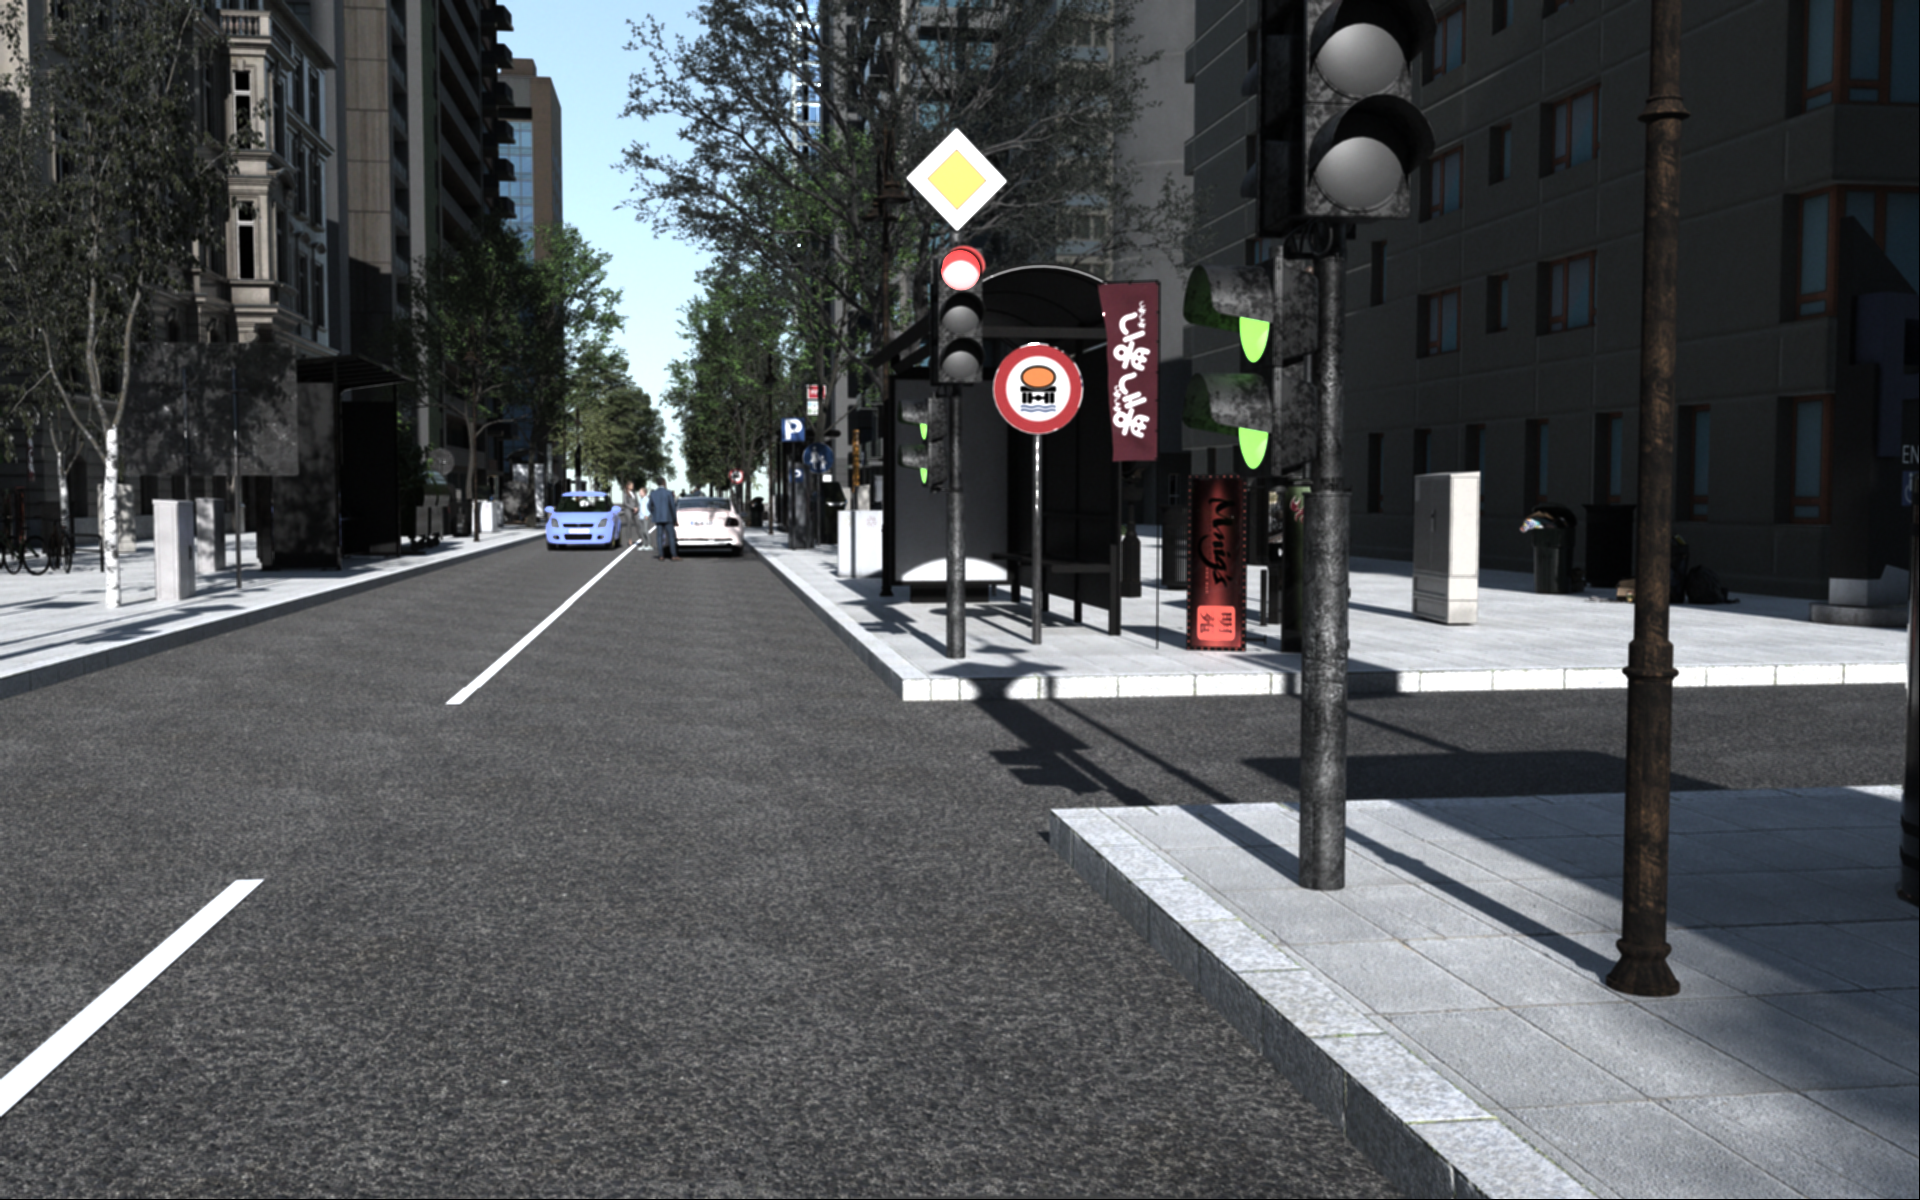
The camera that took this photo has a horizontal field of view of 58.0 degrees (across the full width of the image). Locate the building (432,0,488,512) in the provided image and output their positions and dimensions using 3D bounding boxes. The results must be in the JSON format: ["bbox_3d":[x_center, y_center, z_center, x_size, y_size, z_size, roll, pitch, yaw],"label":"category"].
[{"bbox_3d":[-41.888,-29.593,107.555,21.300,48.544,21.600,-1,4,-9],"label":"building"}]

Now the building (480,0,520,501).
[{"bbox_3d":[-45.999,-29.229,132.522,22.147,44.769,28.867,-1,4,-9],"label":"building"}]

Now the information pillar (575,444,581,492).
[{"bbox_3d":[-17.861,-5.486,81.050,0.183,3.616,0.504,-3,4,-36],"label":"information pillar"}]

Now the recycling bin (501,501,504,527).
[{"bbox_3d":[-18.046,-3.332,67.035,0.722,1.027,0.722,-1,4,-14],"label":"recycling bin"}]

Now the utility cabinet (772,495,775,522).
[{"bbox_3d":[-8.312,-4.259,80.799,1.020,1.237,0.306,-2,4,-28],"label":"utility cabinet"}]

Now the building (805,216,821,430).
[{"bbox_3d":[-5.635,-31.393,205.164,32.217,40.220,23.993,-1,4,-9],"label":"building"}]

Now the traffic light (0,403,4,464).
[{"bbox_3d":[-7.324,-1.431,12.313,0.839,4.253,0.868,-1,4,-9],"label":"traffic light"}]

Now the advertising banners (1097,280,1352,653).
[{"bbox_3d":[2.126,-1.095,14.084,2.074,3.025,0.090,1,4,17],"label":"advertising banners"}]

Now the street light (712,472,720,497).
[{"bbox_3d":[-25.235,-12.633,179.337,0.468,5.910,1.993,-1,4,-9],"label":"street light"}]

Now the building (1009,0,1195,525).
[{"bbox_3d":[15.365,-23.697,79.333,32.217,40.220,23.993,-1,4,-9],"label":"building"}]

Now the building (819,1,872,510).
[{"bbox_3d":[-1.002,-36.727,142.481,21.231,58.520,28.212,-1,4,-9],"label":"building"}]

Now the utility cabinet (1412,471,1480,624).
[{"bbox_3d":[4.862,-0.533,17.401,0.318,1.500,1.173,0,4,-2],"label":"utility cabinet"}]

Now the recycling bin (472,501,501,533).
[{"bbox_3d":[-15.684,-2.723,57.082,0.722,1.027,0.722,0,4,0],"label":"recycling bin"}]

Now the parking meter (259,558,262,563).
[{"bbox_3d":[-12.990,-1.477,32.564,0.372,1.533,0.369,0,3,0],"label":"parking meter"}]

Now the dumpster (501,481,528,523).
[{"bbox_3d":[-19.193,-4.235,75.007,1.264,1.857,1.865,-1,4,-9],"label":"dumpster"}]

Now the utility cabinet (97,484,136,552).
[{"bbox_3d":[-18.517,-1.796,38.049,1.173,1.500,0.318,3,5,41],"label":"utility cabinet"}]

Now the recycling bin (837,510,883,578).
[{"bbox_3d":[-1.478,-0.877,26.899,0.722,1.027,0.722,1,4,10],"label":"recycling bin"}]

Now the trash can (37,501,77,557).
[{"bbox_3d":[-18.570,-1.468,35.654,0.748,1.137,0.748,0,3,0],"label":"trash can"}]

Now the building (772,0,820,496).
[{"bbox_3d":[-13.923,-56.183,231.261,22.319,86.520,31.000,-1,4,-9],"label":"building"}]

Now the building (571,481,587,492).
[{"bbox_3d":[-65.225,-32.542,223.944,32.217,40.220,23.993,-1,4,-9],"label":"building"}]

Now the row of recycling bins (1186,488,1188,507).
[{"bbox_3d":[7.881,-2.653,50.494,1.069,1.692,3.534,-2,4,-32],"label":"row of recycling bins"}]

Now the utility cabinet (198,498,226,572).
[{"bbox_3d":[-12.547,-1.093,29.034,0.306,1.237,1.020,-1,4,-14],"label":"utility cabinet"}]

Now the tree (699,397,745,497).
[{"bbox_3d":[-26.682,-16.830,193.304,7.486,12.596,7.792,0,3,0],"label":"tree"}]

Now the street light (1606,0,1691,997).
[{"bbox_3d":[1.776,-1.929,4.326,0.468,5.910,1.993,-1,4,-9],"label":"street light"}]

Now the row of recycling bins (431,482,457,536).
[{"bbox_3d":[-16.415,-2.873,54.089,1.069,1.692,3.534,0,4,-8],"label":"row of recycling bins"}]

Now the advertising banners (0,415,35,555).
[{"bbox_3d":[-20.345,-2.523,37.443,0.090,3.025,2.074,-1,4,-9],"label":"advertising banners"}]

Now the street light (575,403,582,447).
[{"bbox_3d":[-19.429,-7.056,88.159,0.468,5.910,1.993,-1,4,-9],"label":"street light"}]

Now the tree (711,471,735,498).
[{"bbox_3d":[-28.575,-13.738,208.336,4.285,4.588,4.351,0,3,0],"label":"tree"}]

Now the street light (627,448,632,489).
[{"bbox_3d":[-29.731,-11.135,154.851,0.468,5.910,1.993,-1,4,-9],"label":"street light"}]

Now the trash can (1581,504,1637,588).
[{"bbox_3d":[8.928,-0.744,23.825,0.748,1.137,0.748,0,3,0],"label":"trash can"}]

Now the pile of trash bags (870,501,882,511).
[{"bbox_3d":[-1.669,-2.385,48.741,1.912,1.369,3.447,1,4,19],"label":"pile of trash bags"}]

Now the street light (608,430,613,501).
[{"bbox_3d":[-24.492,-9.085,121.322,0.468,5.910,1.993,-1,4,-9],"label":"street light"}]

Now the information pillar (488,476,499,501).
[{"bbox_3d":[-18.739,-3.981,69.574,0.304,2.012,0.304,1,4,17],"label":"information pillar"}]

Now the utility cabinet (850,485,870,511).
[{"bbox_3d":[-2.312,-1.955,40.641,0.318,1.500,1.173,0,4,-7],"label":"utility cabinet"}]

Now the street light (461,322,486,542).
[{"bbox_3d":[-13.066,-4.517,46.636,0.468,5.910,1.993,-1,4,-9],"label":"street light"}]

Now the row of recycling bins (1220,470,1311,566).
[{"bbox_3d":[5.576,-1.498,31.597,1.069,1.692,3.534,-1,4,-22],"label":"row of recycling bins"}]

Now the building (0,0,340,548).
[{"bbox_3d":[-29.509,-14.529,56.634,14.460,24.649,34.723,-1,4,-9],"label":"building"}]

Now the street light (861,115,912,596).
[{"bbox_3d":[-0.925,-2.988,21.640,0.468,5.910,1.993,-1,4,-9],"label":"street light"}]

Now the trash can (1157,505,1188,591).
[{"bbox_3d":[3.008,-0.707,23.213,0.748,1.137,0.748,0,3,0],"label":"trash can"}]

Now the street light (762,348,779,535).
[{"bbox_3d":[-5.993,-5.014,54.763,0.468,5.910,1.993,-1,4,-9],"label":"street light"}]

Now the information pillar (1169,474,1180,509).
[{"bbox_3d":[7.796,-3.581,63.046,0.304,2.012,0.304,2,4,28],"label":"information pillar"}]

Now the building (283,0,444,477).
[{"bbox_3d":[-35.630,-24.901,90.720,14.154,41.232,14.086,-1,4,-9],"label":"building"}]

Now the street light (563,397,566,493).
[{"bbox_3d":[-18.112,-6.517,79.339,0.468,5.910,1.993,-1,4,-9],"label":"street light"}]

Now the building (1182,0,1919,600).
[{"bbox_3d":[22.535,-11.682,36.046,28.899,21.520,27.650,-1,4,-9],"label":"building"}]

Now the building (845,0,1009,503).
[{"bbox_3d":[4.934,-30.242,114.058,23.786,49.044,30.456,-1,4,-9],"label":"building"}]

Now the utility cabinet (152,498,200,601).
[{"bbox_3d":[-9.648,-0.620,21.299,0.306,1.237,1.020,-1,4,-14],"label":"utility cabinet"}]

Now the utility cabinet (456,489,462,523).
[{"bbox_3d":[-21.860,-4.049,74.877,0.318,1.500,1.173,0,4,1],"label":"utility cabinet"}]

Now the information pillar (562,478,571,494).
[{"bbox_3d":[-18.548,-4.723,81.719,0.304,2.012,0.304,-3,5,-44],"label":"information pillar"}]

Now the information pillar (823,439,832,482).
[{"bbox_3d":[-5.699,-5.055,74.009,0.504,3.616,0.183,1,4,12],"label":"information pillar"}]

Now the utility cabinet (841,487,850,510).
[{"bbox_3d":[-3.882,-2.763,53.856,0.318,1.500,1.173,3,4,38],"label":"utility cabinet"}]

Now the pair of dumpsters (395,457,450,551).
[{"bbox_3d":[-13.039,-2.331,40.610,1.574,2.255,4.437,-1,4,-9],"label":"pair of dumpsters"}]

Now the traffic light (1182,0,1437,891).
[{"bbox_3d":[1.165,-1.017,5.553,0.839,4.253,0.868,-1,4,-9],"label":"traffic light"}]

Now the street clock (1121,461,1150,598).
[{"bbox_3d":[2.127,-1.037,21.519,0.358,2.002,0.471,-3,4,-37],"label":"street clock"}]

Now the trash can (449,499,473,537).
[{"bbox_3d":[-14.932,-2.455,51.785,0.748,1.137,0.748,0,3,0],"label":"trash can"}]

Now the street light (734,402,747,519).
[{"bbox_3d":[-11.013,-7.012,87.438,0.468,5.910,1.993,-1,4,-9],"label":"street light"}]

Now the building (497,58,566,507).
[{"bbox_3d":[-49.206,-32.531,181.993,14.600,45.320,14.200,-1,4,-9],"label":"building"}]

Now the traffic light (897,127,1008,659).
[{"bbox_3d":[-0.051,-1.500,13.445,0.839,4.253,0.868,-1,4,-9],"label":"traffic light"}]

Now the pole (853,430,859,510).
[{"bbox_3d":[-3.295,-3.735,54.911,0.158,3.312,0.155,0,3,0],"label":"pole"}]

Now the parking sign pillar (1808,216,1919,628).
[{"bbox_3d":[9.241,-1.752,17.111,1.447,3.967,1.447,-2,4,-28],"label":"parking sign pillar"}]
